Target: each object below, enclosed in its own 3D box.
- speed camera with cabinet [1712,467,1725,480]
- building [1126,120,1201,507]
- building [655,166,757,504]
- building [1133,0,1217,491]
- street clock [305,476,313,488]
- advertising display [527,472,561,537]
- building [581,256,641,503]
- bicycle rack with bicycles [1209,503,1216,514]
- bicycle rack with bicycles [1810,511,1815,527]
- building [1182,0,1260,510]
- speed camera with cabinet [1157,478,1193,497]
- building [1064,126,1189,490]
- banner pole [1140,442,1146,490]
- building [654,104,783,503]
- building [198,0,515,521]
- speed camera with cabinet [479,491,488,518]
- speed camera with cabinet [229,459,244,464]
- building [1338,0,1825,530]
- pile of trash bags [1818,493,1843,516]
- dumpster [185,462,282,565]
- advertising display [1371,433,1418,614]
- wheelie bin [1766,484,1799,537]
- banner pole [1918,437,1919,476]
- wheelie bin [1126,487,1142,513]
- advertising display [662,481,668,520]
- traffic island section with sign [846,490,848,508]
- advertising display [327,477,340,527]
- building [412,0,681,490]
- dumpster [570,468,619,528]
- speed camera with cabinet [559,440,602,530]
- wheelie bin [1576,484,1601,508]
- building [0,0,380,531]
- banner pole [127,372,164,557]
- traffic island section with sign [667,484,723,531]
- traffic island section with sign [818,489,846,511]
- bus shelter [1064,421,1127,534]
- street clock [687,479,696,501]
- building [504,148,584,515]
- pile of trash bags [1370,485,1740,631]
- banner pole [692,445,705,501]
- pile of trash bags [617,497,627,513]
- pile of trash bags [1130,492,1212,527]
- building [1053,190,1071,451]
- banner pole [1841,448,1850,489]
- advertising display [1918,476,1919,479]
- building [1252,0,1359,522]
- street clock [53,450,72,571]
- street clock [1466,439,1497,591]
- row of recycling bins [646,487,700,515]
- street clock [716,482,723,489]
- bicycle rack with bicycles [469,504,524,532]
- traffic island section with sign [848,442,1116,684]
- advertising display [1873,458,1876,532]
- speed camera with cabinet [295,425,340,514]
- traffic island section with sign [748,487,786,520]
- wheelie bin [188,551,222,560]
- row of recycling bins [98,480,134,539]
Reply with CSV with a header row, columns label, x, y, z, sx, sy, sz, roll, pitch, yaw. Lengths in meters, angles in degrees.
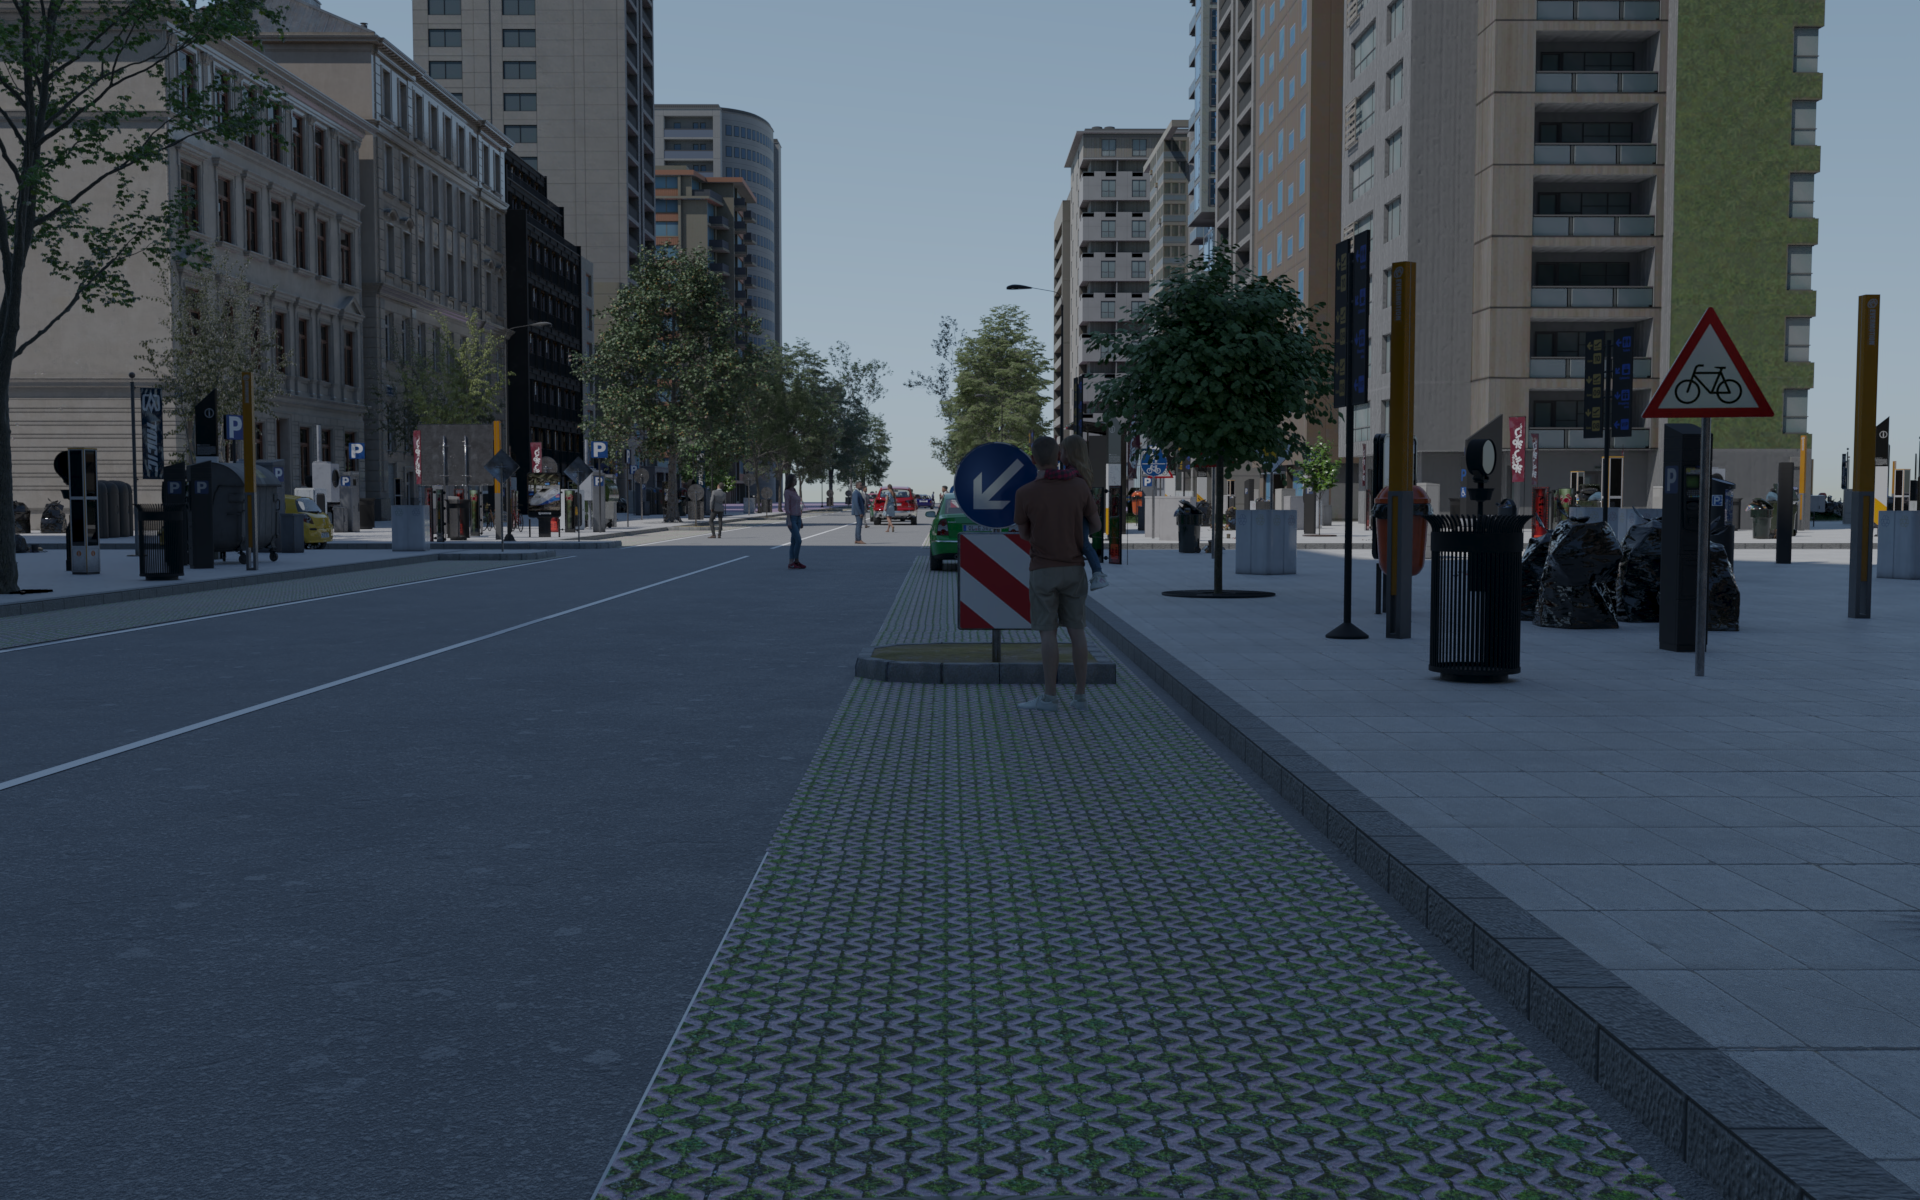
label,x,y,z,sx,sy,sz,roll,pitch,yaw
speed camera with cabinet,47.127,-6.922,107.506,2.038,3.252,0.660,-1,4,-18
building,31.715,-29.344,171.661,32.217,40.220,23.993,0,4,0
building,-39.147,-35.392,233.275,22.147,44.769,28.867,0,4,0
building,27.248,-50.708,141.739,22.319,86.520,31.000,0,4,0
street clock,-25.375,-3.862,67.720,0.358,2.002,0.471,0,4,5
advertising display,-12.298,-2.815,51.247,0.974,1.923,0.123,-1,4,-14
building,-41.314,-17.793,135.950,27.650,21.520,28.899,0,4,0
bicycle rack with bicycles,13.491,-5.151,97.600,2.925,0.926,2.852,-1,4,-9
bicycle rack with bicycles,32.759,-3.402,69.010,2.852,0.926,2.925,1,4,16
building,25.937,-41.096,110.180,20.563,71.187,20.611,0,4,0
speed camera with cabinet,10.748,-5.696,87.464,2.038,3.252,0.660,0,4,5
building,29.882,-40.111,245.045,28.713,52.752,27.495,0,4,0
banner pole,8.807,-5.715,83.458,0.401,3.779,0.863,-1,4,-22
building,-38.744,-44.035,261.963,21.231,58.520,28.212,0,4,0
building,-33.002,-18.082,92.910,12.463,27.353,25.104,0,4,0
speed camera with cabinet,-24.515,-5.888,90.612,0.660,3.252,2.038,2,4,32
speed camera with cabinet,-19.327,-3.183,46.386,0.660,3.252,2.038,-2,4,-30
building,23.357,-23.473,67.373,14.086,41.232,14.154,0,4,0
pile of trash bags,50.762,-5.578,100.951,1.912,1.369,3.447,0,4,6
dumpster,-13.552,-1.616,32.176,1.264,1.857,1.865,0,4,0
advertising display,4.713,-0.830,18.783,0.123,1.923,0.974,3,4,36
wheelie bin,24.806,-2.717,52.330,0.980,1.594,0.693,-1,4,-14
banner pole,41.630,-5.193,74.922,0.401,3.779,0.863,0,4,-3
wheelie bin,8.319,-4.538,82.106,0.693,1.594,0.980,3,5,45
advertising display,-14.379,-4.896,85.255,0.123,1.923,0.974,1,4,18
traffic island section with sign,-11.137,-10.087,173.553,1.989,1.847,2.006,0,4,0
advertising display,-23.762,-3.718,66.001,0.974,1.923,0.123,1,4,16
building,-36.837,-44.093,159.174,20.563,71.187,20.611,0,4,0
dumpster,-13.681,-3.809,64.766,1.502,2.255,1.985,0,4,0
speed camera with cabinet,-13.662,-4.149,62.168,0.660,3.252,2.038,2,4,25
wheelie bin,19.976,-2.873,54.878,0.980,1.594,0.693,3,4,36
building,-32.545,-14.298,69.925,11.583,22.565,21.152,0,4,0
banner pole,-16.833,-2.800,35.798,0.401,3.779,0.863,3,4,38
traffic island section with sign,-10.411,-3.645,68.227,1.989,1.847,2.006,0,4,0
traffic island section with sign,-10.946,-8.439,146.599,1.989,1.847,2.006,0,4,0
bus shelter,4.511,-4.088,58.114,1.731,3.624,6.357,0,4,0
street clock,-13.268,-4.958,85.625,0.358,2.002,0.471,1,4,16
building,-32.565,-17.357,113.465,12.332,23.373,15.834,0,4,0
pile of trash bags,5.860,-0.461,17.283,3.447,1.369,1.912,1,4,13
banner pole,-13.374,-6.017,88.388,0.863,3.779,0.401,1,4,13
pile of trash bags,-23.673,-6.562,117.041,3.447,1.369,1.912,-3,4,-38
pile of trash bags,8.482,-3.634,69.166,3.447,1.369,1.912,1,4,22
building,25.853,-39.518,269.813,21.300,48.544,21.600,0,4,0
banner pole,48.018,-6.360,94.000,0.401,3.779,0.863,0,4,1
advertising display,33.754,-3.368,60.276,0.974,1.923,0.123,-1,4,-13
building,22.783,-26.635,85.589,14.600,45.320,14.200,0,4,0
street clock,-14.807,-1.488,28.895,0.471,2.002,0.358,0,4,-2
street clock,6.860,-1.117,22.836,0.358,2.002,0.471,3,5,41
row of recycling bins,-18.291,-6.389,111.578,3.534,1.692,1.069,-3,5,-39
street clock,-13.370,-5.606,96.230,0.471,2.002,0.358,-1,4,-13
bicycle rack with bicycles,-16.210,-2.784,58.906,2.852,0.926,2.925,-1,4,-23
traffic island section with sign,0.172,-0.323,13.915,1.989,1.847,2.006,0,4,0
advertising display,16.254,-1.576,30.977,0.123,1.923,0.974,2,4,31
speed camera with cabinet,-18.181,-3.344,49.017,0.660,3.252,2.038,0,4,0
traffic island section with sign,-10.595,-5.294,95.182,1.989,1.847,2.006,0,4,0
wheelie bin,-14.792,-1.599,34.054,0.693,1.594,0.980,0,4,-7
row of recycling bins,-25.250,-2.699,51.234,1.069,1.692,3.534,-1,4,-11
